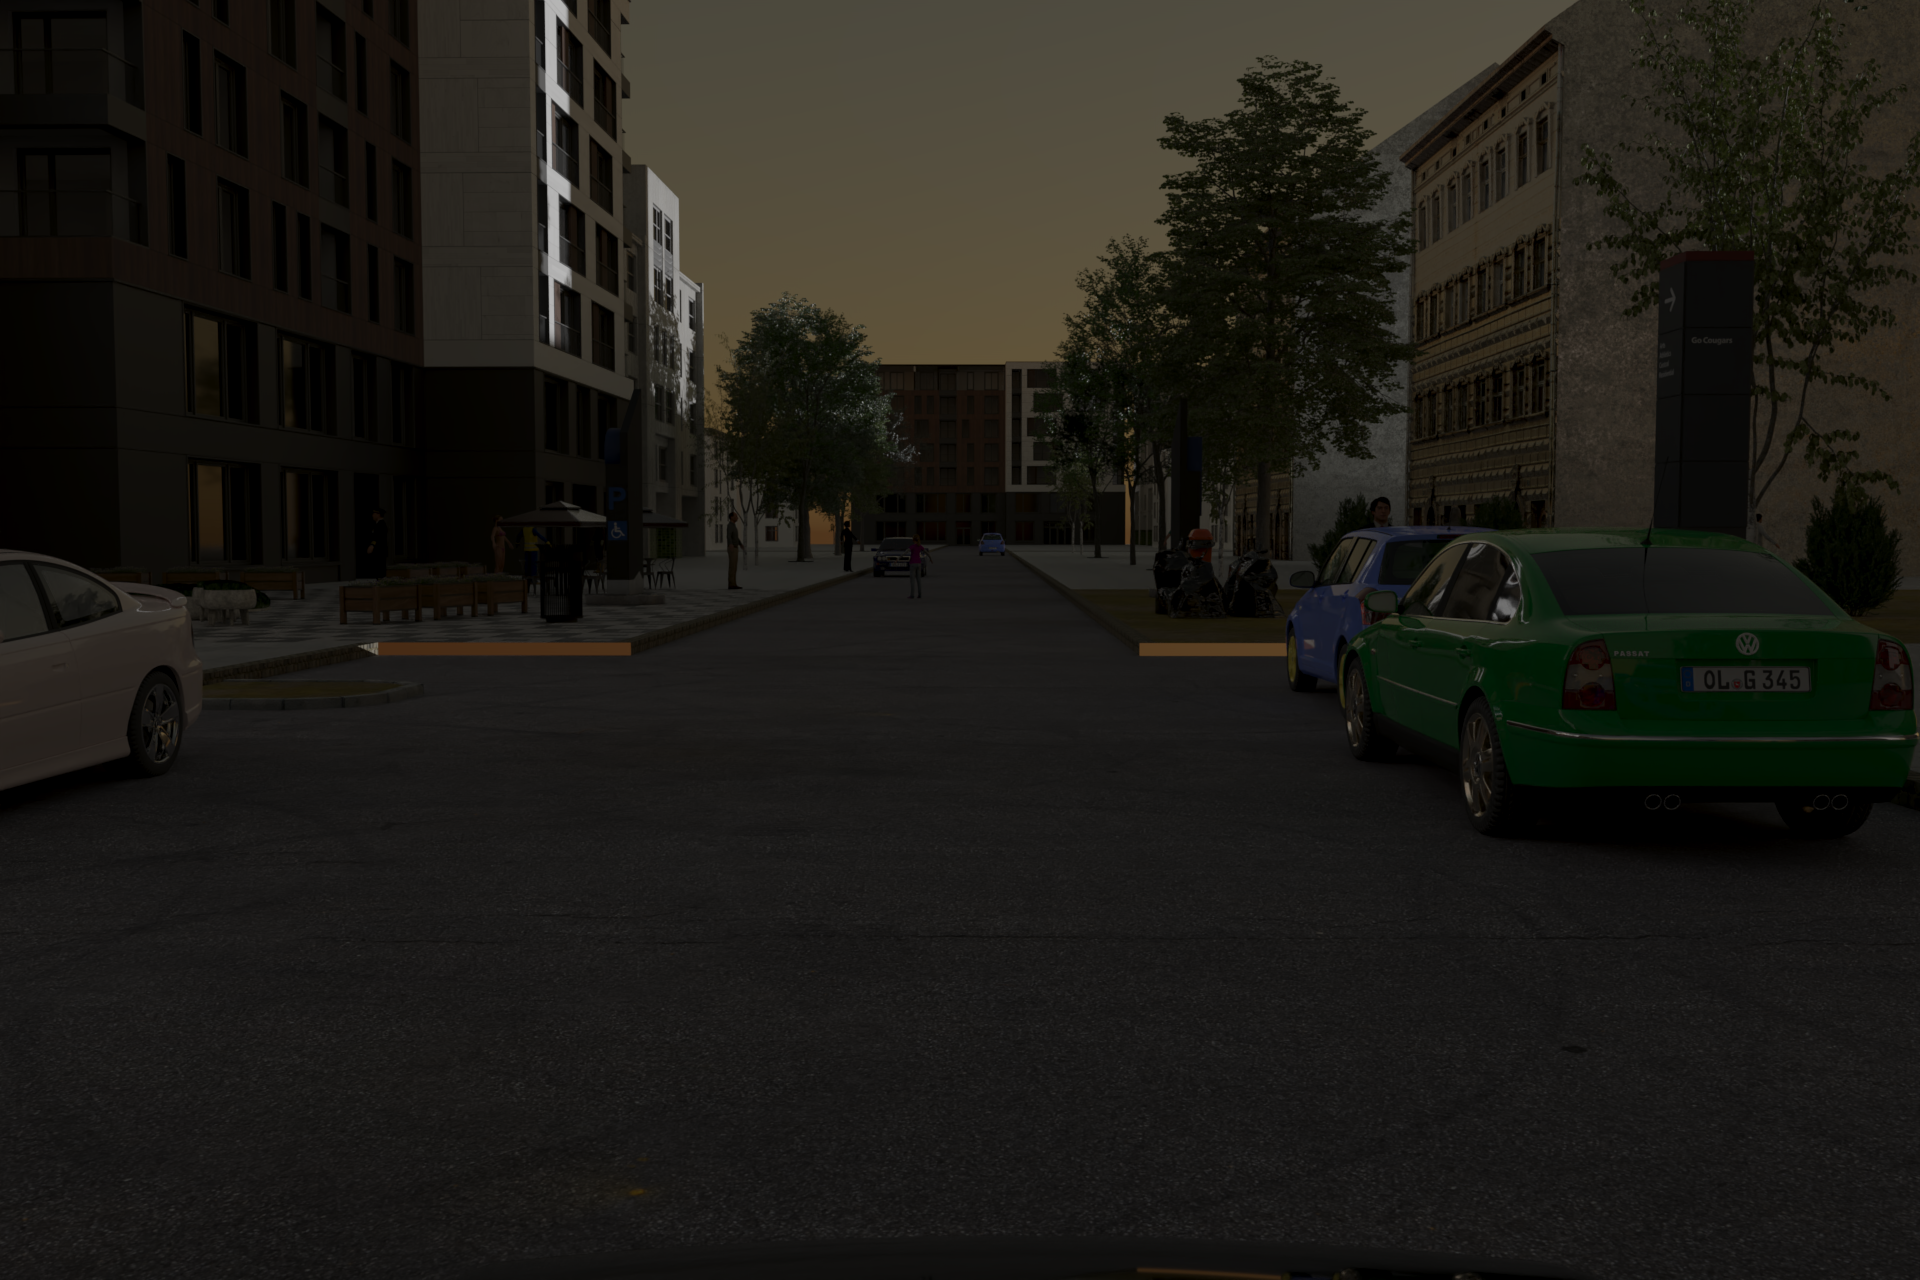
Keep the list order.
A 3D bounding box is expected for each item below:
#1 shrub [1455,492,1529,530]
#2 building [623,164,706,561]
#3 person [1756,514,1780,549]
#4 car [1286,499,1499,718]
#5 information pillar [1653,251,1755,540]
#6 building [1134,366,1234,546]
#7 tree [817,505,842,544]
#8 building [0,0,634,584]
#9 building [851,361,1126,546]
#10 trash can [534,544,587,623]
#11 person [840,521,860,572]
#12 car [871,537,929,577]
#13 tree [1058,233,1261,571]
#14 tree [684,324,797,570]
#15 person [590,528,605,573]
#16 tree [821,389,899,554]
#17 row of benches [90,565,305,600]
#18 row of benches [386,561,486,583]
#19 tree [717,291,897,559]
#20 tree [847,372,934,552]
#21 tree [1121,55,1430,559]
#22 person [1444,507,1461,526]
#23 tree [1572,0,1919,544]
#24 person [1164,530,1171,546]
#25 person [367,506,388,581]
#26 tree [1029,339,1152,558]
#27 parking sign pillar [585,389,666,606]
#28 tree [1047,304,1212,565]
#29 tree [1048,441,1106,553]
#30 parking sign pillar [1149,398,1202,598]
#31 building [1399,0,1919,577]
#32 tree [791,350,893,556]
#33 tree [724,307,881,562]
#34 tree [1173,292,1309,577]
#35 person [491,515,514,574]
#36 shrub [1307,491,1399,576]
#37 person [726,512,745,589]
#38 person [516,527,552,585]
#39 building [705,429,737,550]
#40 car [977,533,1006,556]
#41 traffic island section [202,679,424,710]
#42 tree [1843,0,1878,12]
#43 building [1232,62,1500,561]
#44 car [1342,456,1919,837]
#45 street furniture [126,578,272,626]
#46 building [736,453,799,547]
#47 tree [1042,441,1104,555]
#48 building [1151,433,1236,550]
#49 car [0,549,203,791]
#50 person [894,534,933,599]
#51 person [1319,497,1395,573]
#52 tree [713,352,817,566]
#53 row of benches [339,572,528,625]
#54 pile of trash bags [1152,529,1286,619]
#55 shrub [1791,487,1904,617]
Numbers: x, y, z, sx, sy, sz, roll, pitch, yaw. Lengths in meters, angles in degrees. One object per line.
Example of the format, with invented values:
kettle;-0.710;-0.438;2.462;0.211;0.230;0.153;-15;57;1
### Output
shrub;9.596;-1.615;30.832;1.690;2.028;1.600;0;3;0
building;-23.376;-13.270;83.420;16.747;18.905;31.486;0;4;1
person;20.436;-2.335;44.357;0.705;1.806;1.347;-1;4;-15
car;3.825;-0.310;14.653;1.945;1.707;3.694;0;4;1
information pillar;6.935;-1.641;16.209;0.750;3.857;0.750;0;4;1
building;28.974;-19.838;190.807;16.747;18.905;31.486;0;4;0
tree;-16.025;-16.293;216.747;4.737;8.622;4.395;0;3;0
building;-27.006;-12.660;50.967;27.936;21.610;32.646;0;4;2
building;3.117;-22.691;217.426;32.646;21.610;27.936;0;4;-1
trash can;-5.792;-0.826;25.154;0.748;1.137;0.748;0;3;0
person;-3.743;-3.188;58.845;0.721;1.740;1.216;-2;4;-35
car;-2.024;-2.828;58.817;1.945;1.354;3.894;0;4;0
tree;7.003;-8.258;60.773;9.928;11.665;9.643;0;3;0
tree;-7.529;-6.745;60.637;4.360;8.622;3.978;0;3;0
person;-11.870;-3.103;56.873;0.704;1.812;1.346;-2;4;-27
tree;-7.773;-11.412;112.339;9.928;11.665;9.643;0;3;0
row of benches;-14.794;-1.118;33.742;4.104;0.672;1.422;0;4;-7
row of benches;-11.605;-1.396;38.289;1.422;0.672;4.104;0;4;8
tree;-8.101;-11.254;90.664;9.857;13.997;8.962;0;3;0
tree;-7.045;-13.202;126.214;12.009;13.543;11.850;0;3;0
tree;7.630;-7.543;41.460;7.486;12.596;7.792;0;3;0
person;9.769;-1.719;34.237;1.348;1.813;0.705;0;4;-1
tree;9.543;-4.304;20.731;4.737;8.622;4.395;0;3;0
person;6.895;-2.957;54.481;1.347;1.817;0.704;-2;4;-32
person;-11.736;-1.775;34.950;0.705;1.837;1.347;-1;4;-10
tree;7.214;-10.178;92.169;9.928;11.665;9.643;0;3;0
parking sign pillar;-6.125;-2.639;31.612;1.447;3.967;1.447;0;4;1
tree;6.865;-8.367;71.217;7.601;10.594;8.767;-2;4;-33
tree;7.503;-10.172;116.668;4.360;8.622;3.978;0;3;0
parking sign pillar;4.561;-2.850;35.063;1.447;3.967;1.447;0;4;-1
building;27.216;-14.042;60.523;19.493;23.208;18.063;0;4;1
tree;-7.692;-11.294;102.780;7.486;12.596;7.792;0;3;0
tree;-7.147;-9.368;78.920;9.928;11.665;9.643;0;3;0
tree;7.949;-6.162;51.107;4.737;8.622;4.395;0;3;0
person;-11.005;-2.131;41.645;0.721;1.733;1.217;0;4;5
shrub;6.941;-1.578;30.226;1.690;2.028;1.600;0;3;0
person;-5.248;-2.079;40.266;0.705;1.796;1.348;0;4;4
person;-10.856;-2.299;44.051;1.216;1.772;0.721;2;4;30
building;-23.844;-12.761;150.794;9.099;9.664;28.070;0;4;1
car;2.104;-6.417;114.511;1.945;1.707;3.694;0;4;0
traffic island section;-5.817;0.476;15.087;1.991;0.108;1.994;0;4;1
tree;24.228;-10.881;33.794;12.611;20.169;13.585;0;3;0
building;24.980;-15.865;90.315;19.493;23.208;18.063;0;4;0
car;3.355;-0.047;9.568;1.959;1.807;4.718;0;4;0
street furniture;-13.726;-0.695;26.982;5.734;0.657;10.072;-2;4;-24
building;-20.351;-14.631;181.367;9.099;9.664;28.070;0;4;1
tree;7.369;-9.605;107.398;4.737;8.622;4.395;0;3;0
building;22.932;-12.991;154.545;9.099;9.664;28.070;0;4;1
car;-5.653;0.211;8.913;2.083;1.381;4.827;0;4;0
person;-1.019;-1.638;38.511;0.991;1.433;0.599;-2;4;-32
person;4.236;-0.538;17.438;1.347;1.806;0.705;0;4;2
tree;-8.129;-7.325;70.134;4.737;8.622;4.395;0;3;0
row of benches;-7.878;-0.669;26.405;1.422;0.672;4.104;1;4;18
pile of trash bags;4.044;-1.108;27.872;1.912;1.369;3.447;0;4;-1
shrub;13.869;-1.411;27.115;1.661;2.075;1.752;0;3;0
